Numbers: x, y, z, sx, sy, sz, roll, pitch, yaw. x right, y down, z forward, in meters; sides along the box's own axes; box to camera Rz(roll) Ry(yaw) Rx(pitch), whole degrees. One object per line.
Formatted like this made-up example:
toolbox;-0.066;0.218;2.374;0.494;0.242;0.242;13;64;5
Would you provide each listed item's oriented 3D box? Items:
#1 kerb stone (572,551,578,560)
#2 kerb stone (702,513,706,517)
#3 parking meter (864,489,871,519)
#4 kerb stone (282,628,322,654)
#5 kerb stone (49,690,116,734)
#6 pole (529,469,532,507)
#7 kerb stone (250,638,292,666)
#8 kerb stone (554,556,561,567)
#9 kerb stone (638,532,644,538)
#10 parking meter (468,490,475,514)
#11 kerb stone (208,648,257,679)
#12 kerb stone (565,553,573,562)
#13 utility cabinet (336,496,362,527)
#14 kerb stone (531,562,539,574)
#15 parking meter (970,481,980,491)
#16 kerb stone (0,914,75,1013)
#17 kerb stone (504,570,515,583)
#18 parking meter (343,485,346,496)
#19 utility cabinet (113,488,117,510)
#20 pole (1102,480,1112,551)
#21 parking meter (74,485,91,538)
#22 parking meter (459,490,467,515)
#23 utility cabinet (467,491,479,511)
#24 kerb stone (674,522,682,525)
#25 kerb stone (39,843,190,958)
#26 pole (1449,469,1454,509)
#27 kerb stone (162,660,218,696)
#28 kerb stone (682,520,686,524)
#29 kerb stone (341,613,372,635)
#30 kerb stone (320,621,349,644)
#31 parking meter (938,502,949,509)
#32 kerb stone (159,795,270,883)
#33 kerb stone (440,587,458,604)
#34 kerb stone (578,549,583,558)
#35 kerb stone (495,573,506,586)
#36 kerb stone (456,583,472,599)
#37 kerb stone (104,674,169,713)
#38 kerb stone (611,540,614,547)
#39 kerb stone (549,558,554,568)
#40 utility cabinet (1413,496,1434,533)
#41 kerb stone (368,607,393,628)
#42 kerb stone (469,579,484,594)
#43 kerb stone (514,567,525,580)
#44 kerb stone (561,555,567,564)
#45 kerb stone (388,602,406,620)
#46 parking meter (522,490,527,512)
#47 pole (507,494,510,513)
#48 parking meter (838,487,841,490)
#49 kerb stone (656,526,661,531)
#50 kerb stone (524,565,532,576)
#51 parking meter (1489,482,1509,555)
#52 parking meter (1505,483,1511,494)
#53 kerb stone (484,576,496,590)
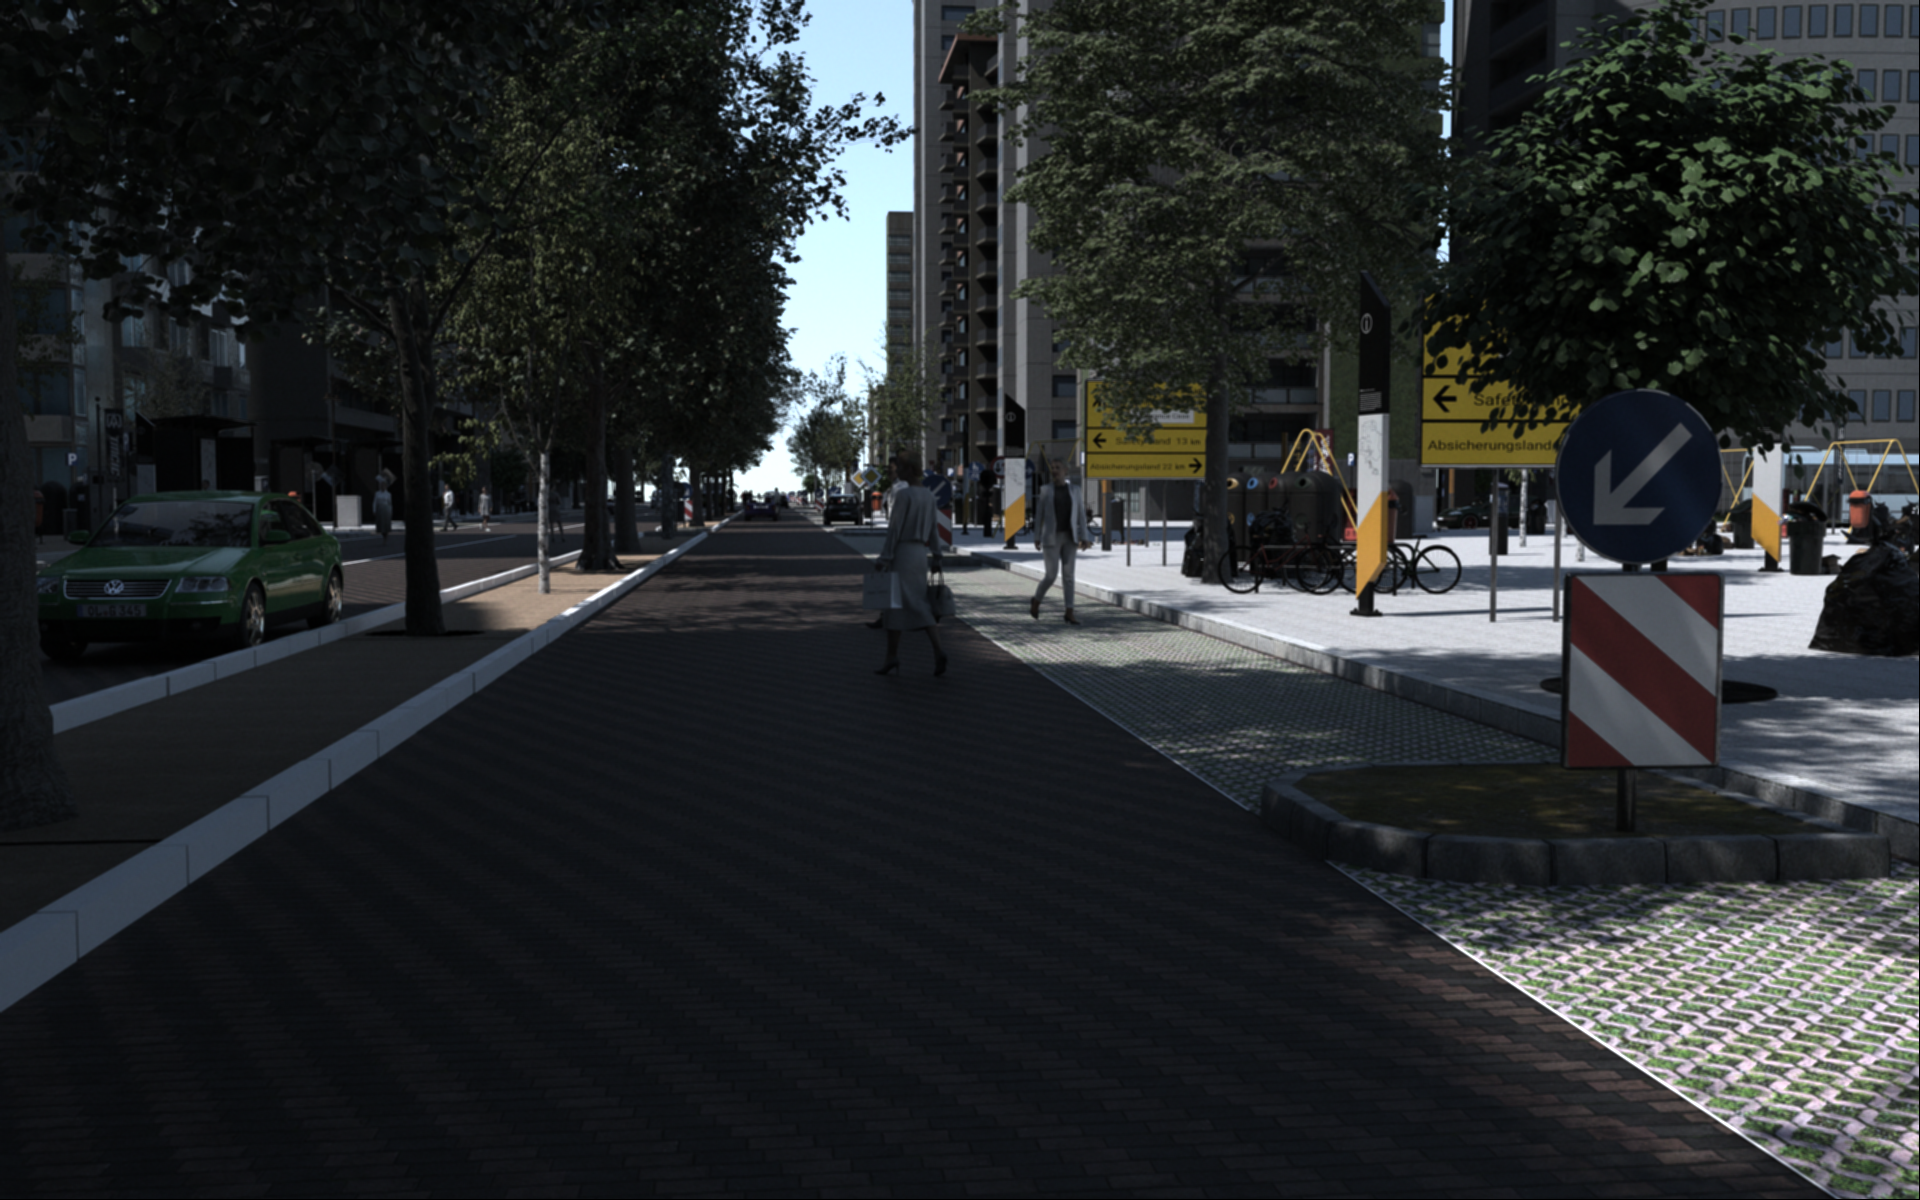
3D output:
kerb stone;-8.367;-0.915;37.180;0.120;0.150;1.000;0;4;-6
kerb stone;-16.900;-5.685;115.147;0.120;0.150;1.000;0;4;-6
parking meter;-4.844;-5.042;90.848;0.372;1.533;0.369;0;3;0
kerb stone;-6.030;0.393;15.774;0.120;0.150;1.000;0;4;-6
kerb stone;-5.475;0.704;10.679;0.120;0.150;1.000;0;4;-6
pole;-34.479;-8.879;139.008;0.158;3.312;0.155;0;3;0
kerb stone;-5.912;0.458;14.749;0.120;0.150;1.000;0;4;-6
kerb stone;-8.030;-0.729;34.115;0.120;0.150;1.000;0;4;-6
kerb stone;-10.604;-2.162;57.551;0.120;0.150;1.000;0;4;-6
parking meter;-32.005;-6.427;113.490;0.372;1.533;0.369;0;3;0
kerb stone;-5.804;0.518;13.733;0.120;0.150;1.000;0;4;-6
kerb stone;-8.252;-0.852;36.164;0.120;0.150;1.000;0;4;-6
utility cabinet;-23.688;-3.412;66.956;1.020;1.237;0.306;0;4;6
kerb stone;-7.705;-0.542;31.053;0.120;0.150;1.000;0;4;-6
parking meter;0.748;-5.334;92.919;0.399;1.863;0.255;-1;4;-15
kerb stone;-2.715;1.063;4.808;0.120;0.150;1.000;0;4;-6
kerb stone;-7.363;-0.354;27.986;0.120;0.150;1.000;0;4;-6
parking meter;-39.753;-6.519;112.299;0.255;1.863;0.399;2;4;33
utility cabinet;-31.799;-3.435;64.848;0.318;1.500;1.173;-2;4;-30
pole;3.308;-2.762;39.000;0.158;3.312;0.155;0;3;0
parking meter;-23.875;-2.368;47.121;0.372;1.533;0.369;0;3;0
parking meter;-30.119;-6.064;104.862;0.399;1.863;0.255;1;4;11
utility cabinet;-36.556;-7.465;130.723;1.173;1.500;0.318;-2;4;-31
kerb stone;-13.114;-3.561;80.502;0.120;0.150;1.000;0;4;-6
kerb stone;-2.831;1.001;5.826;0.120;0.150;1.000;0;4;-6
pole;20.646;-4.824;72.717;0.158;3.312;0.155;0;3;0
kerb stone;-5.692;0.585;12.713;0.120;0.150;1.000;0;4;-6
kerb stone;-13.438;-3.753;83.553;0.120;0.150;1.000;0;4;-6
kerb stone;-6.247;0.268;17.807;0.120;0.150;1.000;0;4;-6
kerb stone;-6.137;0.339;16.791;0.120;0.150;1.000;0;4;-6
parking meter;-0.667;-3.832;71.068;0.372;1.533;0.369;0;3;0
kerb stone;-2.944;0.942;6.842;0.120;0.150;1.000;0;4;-6
kerb stone;-6.816;-0.042;22.888;0.120;0.150;1.000;0;4;-6
kerb stone;-8.480;-0.979;38.196;0.120;0.150;1.000;0;4;-6
kerb stone;-7.245;-0.289;26.970;0.120;0.150;1.000;0;4;-6
kerb stone;-6.922;-0.104;23.905;0.120;0.150;1.000;0;4;-6
kerb stone;-5.594;0.643;11.695;0.120;0.150;1.000;0;4;-6
kerb stone;-9.594;-1.595;48.388;0.120;0.150;1.000;0;4;-6
kerb stone;-7.927;-0.665;33.098;0.120;0.150;1.000;0;4;-6
utility cabinet;15.099;-2.791;56.795;1.020;1.237;0.306;-3;5;-40
kerb stone;-6.362;0.206;18.823;0.120;0.150;1.000;0;4;-6
kerb stone;-7.037;-0.167;24.921;0.120;0.150;1.000;0;4;-6
kerb stone;-7.468;-0.417;29.012;0.120;0.150;1.000;0;4;-6
kerb stone;-8.144;-0.786;35.142;0.120;0.150;1.000;0;4;-6
kerb stone;-6.479;0.145;19.839;0.120;0.150;1.000;0;4;-6
parking meter;-30.492;-6.900;121.224;0.372;1.533;0.369;0;3;0
pole;-30.120;-7.439;115.469;0.158;3.312;0.155;0;3;0
parking meter;-9.675;-8.160;139.133;0.255;1.863;0.399;0;4;-8
kerb stone;-11.783;-2.815;68.270;0.120;0.150;1.000;0;4;-6
kerb stone;-7.590;-0.480;30.037;0.120;0.150;1.000;0;4;-6
parking meter;11.337;-1.713;36.423;0.372;1.533;0.369;0;3;0
parking meter;27.622;-5.004;87.523;0.255;1.863;0.399;-1;4;-19
kerb stone;-7.137;-0.229;25.947;0.120;0.150;1.000;0;4;-6
